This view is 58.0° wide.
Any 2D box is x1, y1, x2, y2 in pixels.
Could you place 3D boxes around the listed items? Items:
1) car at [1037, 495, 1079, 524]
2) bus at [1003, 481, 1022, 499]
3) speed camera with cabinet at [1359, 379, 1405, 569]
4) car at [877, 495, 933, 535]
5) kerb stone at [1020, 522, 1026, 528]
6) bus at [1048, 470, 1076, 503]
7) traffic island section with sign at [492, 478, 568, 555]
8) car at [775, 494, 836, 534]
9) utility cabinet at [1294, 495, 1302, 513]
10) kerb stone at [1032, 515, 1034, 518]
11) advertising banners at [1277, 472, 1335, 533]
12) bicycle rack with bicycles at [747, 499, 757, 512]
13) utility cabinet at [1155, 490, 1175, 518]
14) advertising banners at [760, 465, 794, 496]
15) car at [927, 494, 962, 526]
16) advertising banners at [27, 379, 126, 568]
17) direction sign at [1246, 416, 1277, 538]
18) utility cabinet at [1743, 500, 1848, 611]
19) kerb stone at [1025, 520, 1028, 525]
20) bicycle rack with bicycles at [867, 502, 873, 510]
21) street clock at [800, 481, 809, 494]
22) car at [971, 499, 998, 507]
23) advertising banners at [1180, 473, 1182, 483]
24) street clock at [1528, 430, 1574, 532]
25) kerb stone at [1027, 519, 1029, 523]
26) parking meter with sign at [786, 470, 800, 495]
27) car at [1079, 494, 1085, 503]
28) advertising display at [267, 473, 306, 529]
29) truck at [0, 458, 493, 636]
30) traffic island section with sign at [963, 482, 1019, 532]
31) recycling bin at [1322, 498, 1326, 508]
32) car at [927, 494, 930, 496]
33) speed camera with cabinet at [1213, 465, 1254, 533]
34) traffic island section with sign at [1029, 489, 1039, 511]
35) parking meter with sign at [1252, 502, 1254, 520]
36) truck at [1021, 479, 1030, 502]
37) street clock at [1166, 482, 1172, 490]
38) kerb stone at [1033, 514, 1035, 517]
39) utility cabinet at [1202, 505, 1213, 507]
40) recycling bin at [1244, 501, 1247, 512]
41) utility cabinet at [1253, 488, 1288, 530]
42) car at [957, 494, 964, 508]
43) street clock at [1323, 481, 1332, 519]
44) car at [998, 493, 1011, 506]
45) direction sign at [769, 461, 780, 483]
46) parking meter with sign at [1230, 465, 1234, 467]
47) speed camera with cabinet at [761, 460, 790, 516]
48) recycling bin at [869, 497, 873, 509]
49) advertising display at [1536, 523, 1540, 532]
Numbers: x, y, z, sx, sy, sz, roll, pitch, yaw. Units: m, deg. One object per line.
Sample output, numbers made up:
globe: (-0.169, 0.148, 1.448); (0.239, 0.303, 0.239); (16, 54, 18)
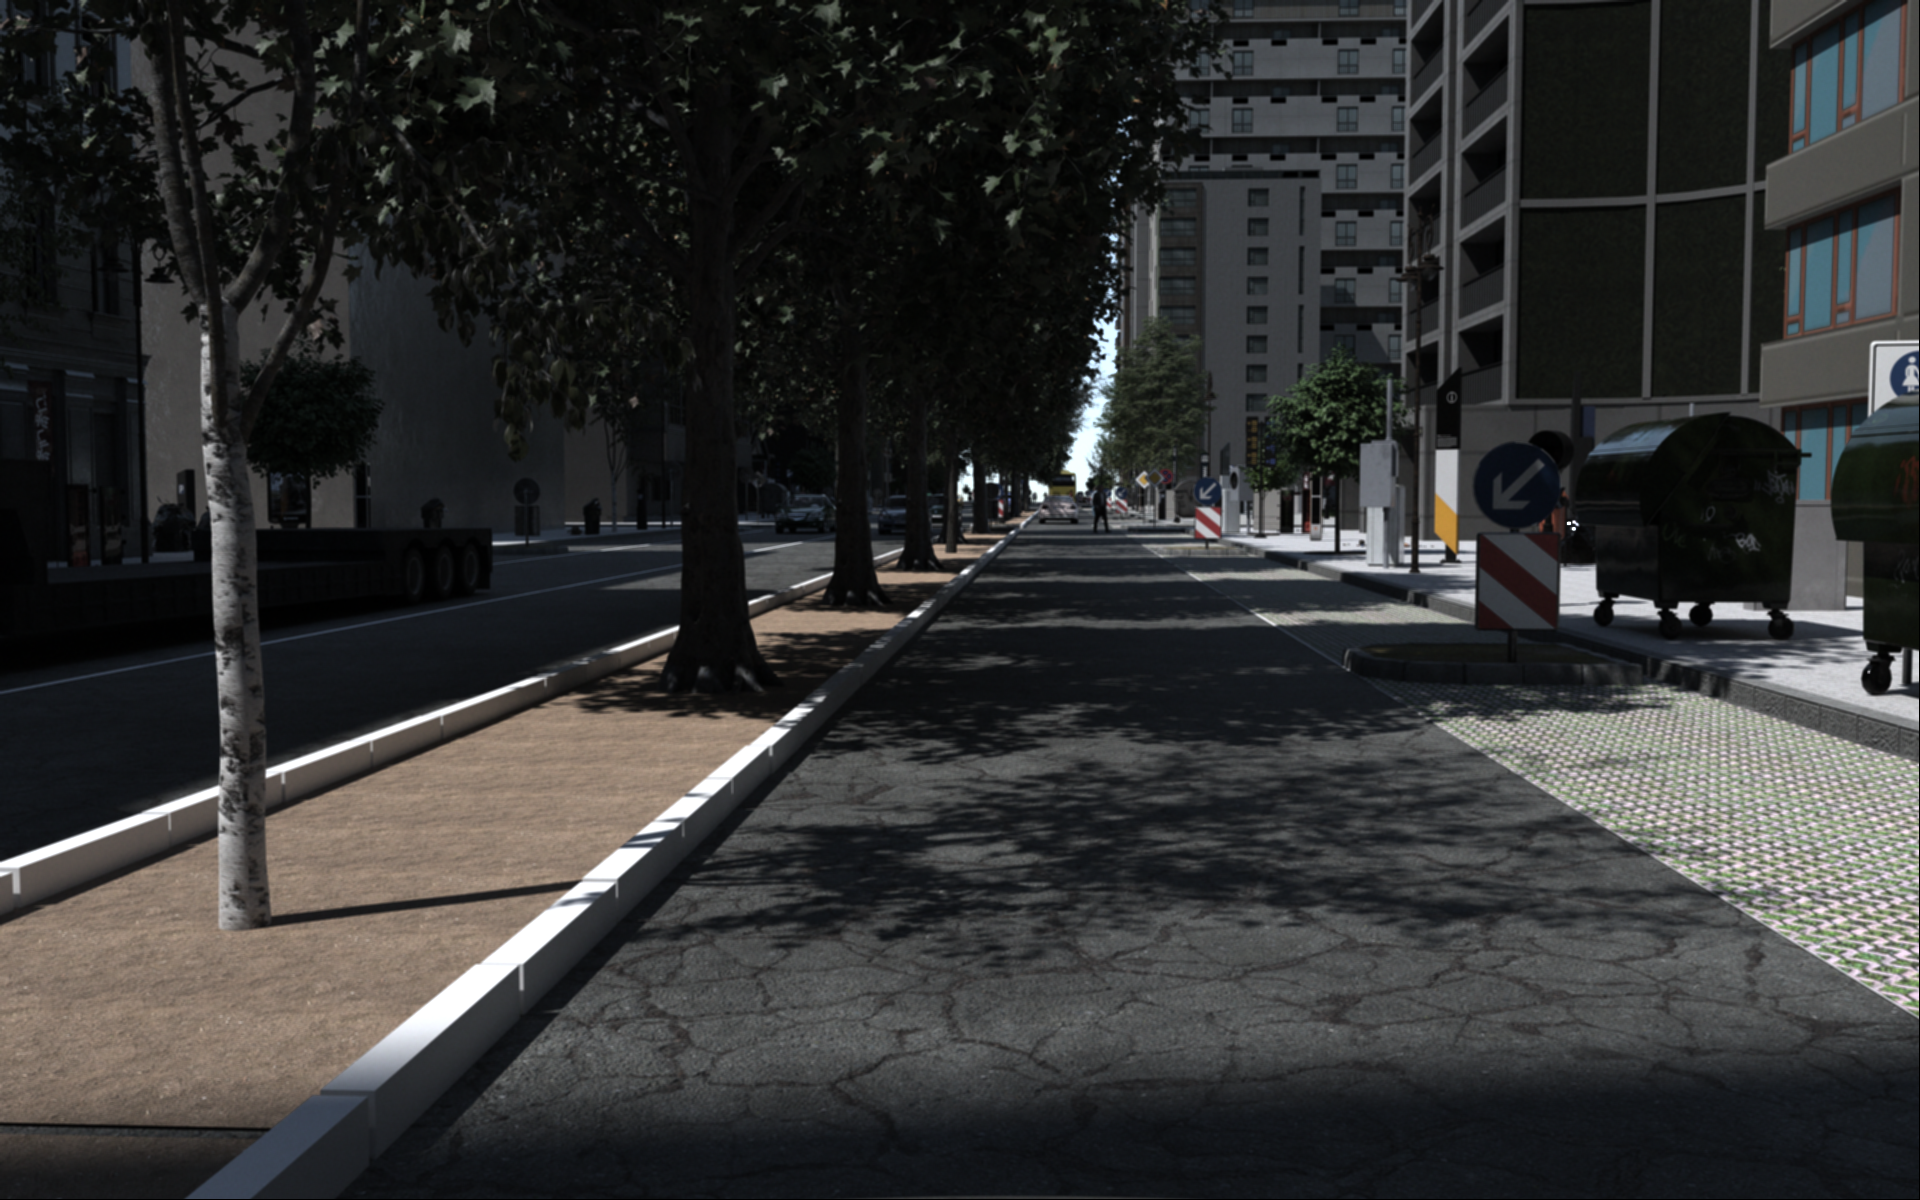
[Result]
car: (4.792, -4.411, 84.487); (2.083, 1.381, 4.827); (0, 4, 2)
bus: (6.201, -13.363, 213.336); (2.948, 3.499, 13.247); (0, 4, 3)
speed camera with cabinet: (7.470, -2.219, 30.611); (0.660, 3.252, 2.038); (1, 4, 21)
car: (-1.963, -3.104, 62.746); (2.014, 1.417, 4.499); (0, 4, 2)
kerb stone: (2.616, -3.132, 73.411); (0.120, 0.150, 1.000); (0, 4, 3)
bus: (10.369, -11.323, 176.677); (2.896, 3.916, 12.252); (0, 4, 2)
traffic island section with sign: (-10.541, -2.021, 41.673); (1.989, 1.847, 2.006); (0, 4, 3)
car: (-5.684, -3.218, 64.404); (2.131, 1.459, 4.920); (0, 4, 4)
utility cabinet: (22.963, -6.537, 118.034); (0.306, 1.237, 1.020); (-1, 4, -17)
kerb stone: (3.889, -4.508, 95.907); (0.120, 0.150, 1.000); (0, 4, 3)
advertising banners: (11.374, -3.688, 56.487); (2.074, 3.025, 0.090); (0, 4, -8)
bicycle rack with bicycles: (-14.694, -6.632, 121.813); (2.925, 0.926, 2.852); (2, 4, 31)
utility cabinet: (10.827, -5.044, 91.141); (1.173, 1.500, 0.318); (1, 4, 11)
advertising banners: (-11.046, -6.637, 104.699); (2.074, 3.025, 0.090); (0, 4, 5)
car: (-0.875, -4.056, 76.097); (2.009, 1.686, 4.222); (0, 4, 5)
advertising banners: (-13.999, -1.914, 27.489); (0.090, 3.025, 2.074); (1, 4, 12)
direction sign: (8.796, -3.585, 50.619); (0.876, 3.537, 0.379); (0, 4, 7)
utility cabinet: (9.226, -0.487, 19.127); (1.020, 1.237, 0.306); (0, 4, -1)
kerb stone: (2.901, -3.445, 78.529); (0.120, 0.150, 1.000); (0, 4, 3)
bicycle rack with bicycles: (-8.486, -7.556, 136.923); (2.925, 0.926, 2.852); (0, 4, 5)
street clock: (-8.865, -5.777, 99.030); (0.471, 2.002, 0.358); (-1, 4, -19)
car: (1.906, -7.444, 131.498); (2.009, 1.686, 4.222); (0, 4, 4)
advertising banners: (15.963, -7.802, 123.749); (0.090, 3.025, 2.074); (2, 4, 24)
street clock: (6.726, -0.931, 19.799); (0.358, 2.002, 0.471); (-3, 5, -44)
kerb stone: (3.015, -3.570, 80.570); (0.120, 0.150, 1.000); (0, 4, 3)
parking meter with sign: (-11.646, -7.722, 122.522); (0.543, 3.016, 1.738); (-2, 4, -35)
car: (19.052, -16.164, 274.503); (2.015, 1.641, 3.980); (0, 4, 2)
advertising display: (-15.759, -2.169, 40.673); (0.123, 1.923, 0.974); (3, 5, 43)
truck: (-8.572, -1.587, 15.698); (2.967, 4.110, 18.799); (0, 4, 4)
traffic island section with sign: (1.138, -3.541, 66.026); (2.006, 1.907, 1.989); (0, 4, 3)
recycling bin: (22.065, -5.716, 106.009); (0.722, 1.027, 0.722); (0, 4, 1)
car: (-3.367, -9.600, 165.748); (1.959, 1.807, 4.718); (0, 4, 4)
speed camera with cabinet: (8.910, -3.801, 56.486); (0.660, 3.252, 2.038); (-1, 4, -15)
traffic island section with sign: (5.790, -8.581, 148.441); (2.006, 1.907, 1.989); (0, 4, 3)
parking meter with sign: (15.096, -5.589, 87.649); (0.543, 3.016, 1.738); (1, 4, 17)
truck: (9.942, -17.892, 282.291); (2.967, 4.110, 18.799); (0, 4, 3)
street clock: (11.499, -5.563, 95.518); (0.358, 2.002, 0.471); (-1, 4, -11)
kerb stone: (4.062, -4.696, 98.976); (0.120, 0.150, 1.000); (0, 4, 3)
utility cabinet: (11.713, -4.402, 83.133); (1.020, 1.237, 0.306); (-3, 5, -41)
recycling bin: (20.155, -6.849, 124.538); (0.722, 1.027, 0.722); (-1, 4, -16)
utility cabinet: (10.937, -3.201, 61.011); (1.173, 1.500, 0.318); (1, 4, 11)
car: (-0.530, -9.857, 171.393); (2.015, 1.641, 3.980); (0, 4, 3)
street clock: (18.927, -5.185, 89.344); (0.471, 2.002, 0.358); (-2, 4, -26)
car: (4.738, -10.459, 180.593); (1.945, 1.707, 3.694); (0, 4, 5)
direction sign: (-12.825, -7.791, 119.378); (0.876, 3.537, 0.379); (0, 4, 8)
parking meter with sign: (16.287, -6.687, 105.601); (0.543, 3.016, 1.738); (0, 4, 0)
speed camera with cabinet: (-10.692, -6.486, 100.389); (2.038, 3.252, 0.660); (3, 5, 45)
recycling bin: (-7.844, -8.170, 146.131); (0.722, 1.027, 0.722); (-3, 4, -36)
advertising display: (12.408, -1.921, 36.630); (0.123, 1.923, 0.974); (0, 4, 1)
